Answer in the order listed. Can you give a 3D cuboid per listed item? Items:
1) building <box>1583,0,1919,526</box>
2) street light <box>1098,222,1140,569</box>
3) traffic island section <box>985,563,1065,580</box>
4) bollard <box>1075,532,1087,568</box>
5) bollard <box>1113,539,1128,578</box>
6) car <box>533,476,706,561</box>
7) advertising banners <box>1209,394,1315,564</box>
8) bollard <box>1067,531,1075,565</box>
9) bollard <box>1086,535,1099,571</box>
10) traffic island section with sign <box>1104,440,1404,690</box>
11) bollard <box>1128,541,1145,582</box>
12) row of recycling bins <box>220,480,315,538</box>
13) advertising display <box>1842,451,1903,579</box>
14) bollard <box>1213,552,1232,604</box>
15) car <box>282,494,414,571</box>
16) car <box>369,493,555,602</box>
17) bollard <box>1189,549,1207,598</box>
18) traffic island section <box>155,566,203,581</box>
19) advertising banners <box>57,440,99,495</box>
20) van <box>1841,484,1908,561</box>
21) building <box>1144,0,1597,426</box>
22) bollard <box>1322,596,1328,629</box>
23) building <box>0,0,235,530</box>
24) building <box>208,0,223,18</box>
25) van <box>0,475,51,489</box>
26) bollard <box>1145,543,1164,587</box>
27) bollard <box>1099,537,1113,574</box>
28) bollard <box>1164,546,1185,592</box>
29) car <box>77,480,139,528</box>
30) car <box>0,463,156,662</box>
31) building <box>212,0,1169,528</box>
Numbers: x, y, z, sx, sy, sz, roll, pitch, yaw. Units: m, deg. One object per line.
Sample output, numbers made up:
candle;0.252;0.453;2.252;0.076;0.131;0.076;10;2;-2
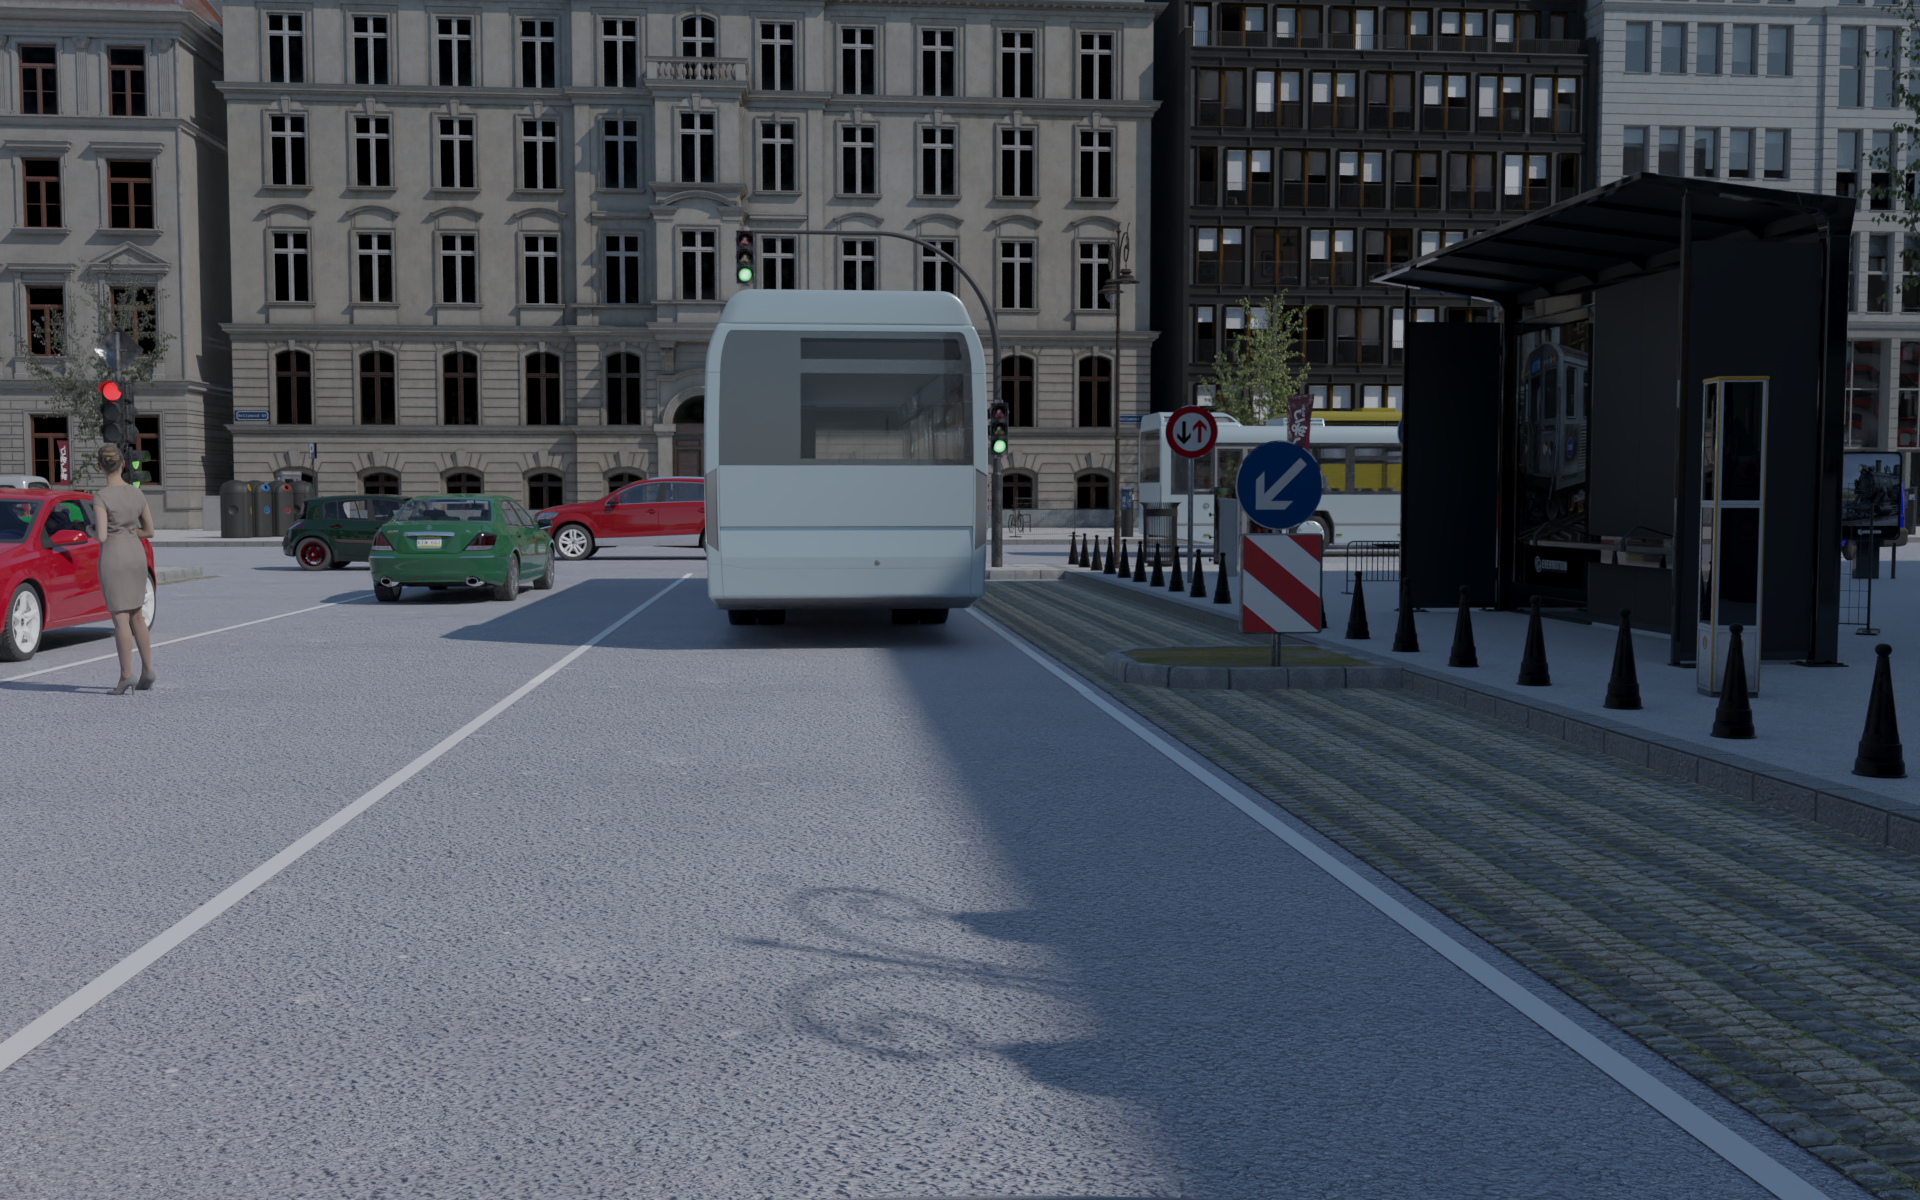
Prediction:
building;38.475;-18.026;72.223;29.804;29.767;11.434;0;4;-5
street light;2.707;-3.483;29.731;0.468;5.910;1.993;0;4;-5
traffic island section;0.660;-0.498;30.420;2.009;0.180;2.903;0;4;-5
bollard;2.178;-0.870;30.270;0.229;0.601;0.229;0;3;0
bollard;2.518;-0.641;26.522;0.229;0.601;0.229;0;3;0
car;-6.757;-1.807;38.222;5.304;1.827;2.281;0;4;-6
advertising banners;5.382;-2.128;30.976;2.074;3.025;0.090;3;4;39
bollard;2.069;-0.946;31.505;0.229;0.601;0.229;0;3;0
bollard;2.291;-0.794;29.019;0.229;0.601;0.229;0;3;0
traffic island section with sign;2.188;-0.302;13.563;1.989;1.847;2.006;0;4;-5
bollard;2.629;-0.565;25.287;0.229;0.601;0.229;0;3;0
row of recycling bins;-20.636;-2.721;51.605;1.069;1.692;3.534;1;4;19
advertising display;13.707;-1.281;26.164;0.974;1.923;0.123;0;4;-2
bollard;3.080;-0.261;20.313;0.229;0.601;0.229;0;3;0
car;-10.688;-1.420;33.003;4.222;1.686;2.009;0;4;-4
car;-6.962;-0.781;24.565;2.131;1.459;4.920;0;4;-4
bollard;2.967;-0.337;21.553;0.229;0.601;0.229;0;3;0
traffic island section;-14.072;-0.417;29.097;2.009;0.180;2.903;0;4;-5
advertising banners;-29.059;-3.729;57.162;0.090;3.025;2.074;1;4;10
van;16.709;-1.935;36.016;5.245;2.365;2.240;0;4;-5
building;15.660;-14.781;71.349;15.834;23.373;12.332;0;4;-5
bollard;3.416;-0.034;16.593;0.229;0.601;0.229;0;3;0
building;-37.821;-14.029;65.533;21.152;22.565;11.583;0;4;-5
building;-46.188;-26.818;122.069;14.154;41.232;14.086;0;4;-5
van;-22.679;-1.957;39.005;4.112;2.044;2.013;0;4;-4
bollard;2.742;-0.489;24.036;0.229;0.601;0.229;0;3;0
bollard;2.404;-0.718;27.779;0.229;0.601;0.229;0;3;0
bollard;2.853;-0.413;22.801;0.229;0.601;0.229;0;3;0
car;-18.800;-1.562;34.327;4.718;1.807;1.959;0;4;-5
car;-9.010;-0.428;16.043;2.155;1.783;4.494;0;4;-6
building;-10.023;-15.281;68.921;34.723;24.649;14.460;0;4;-5
